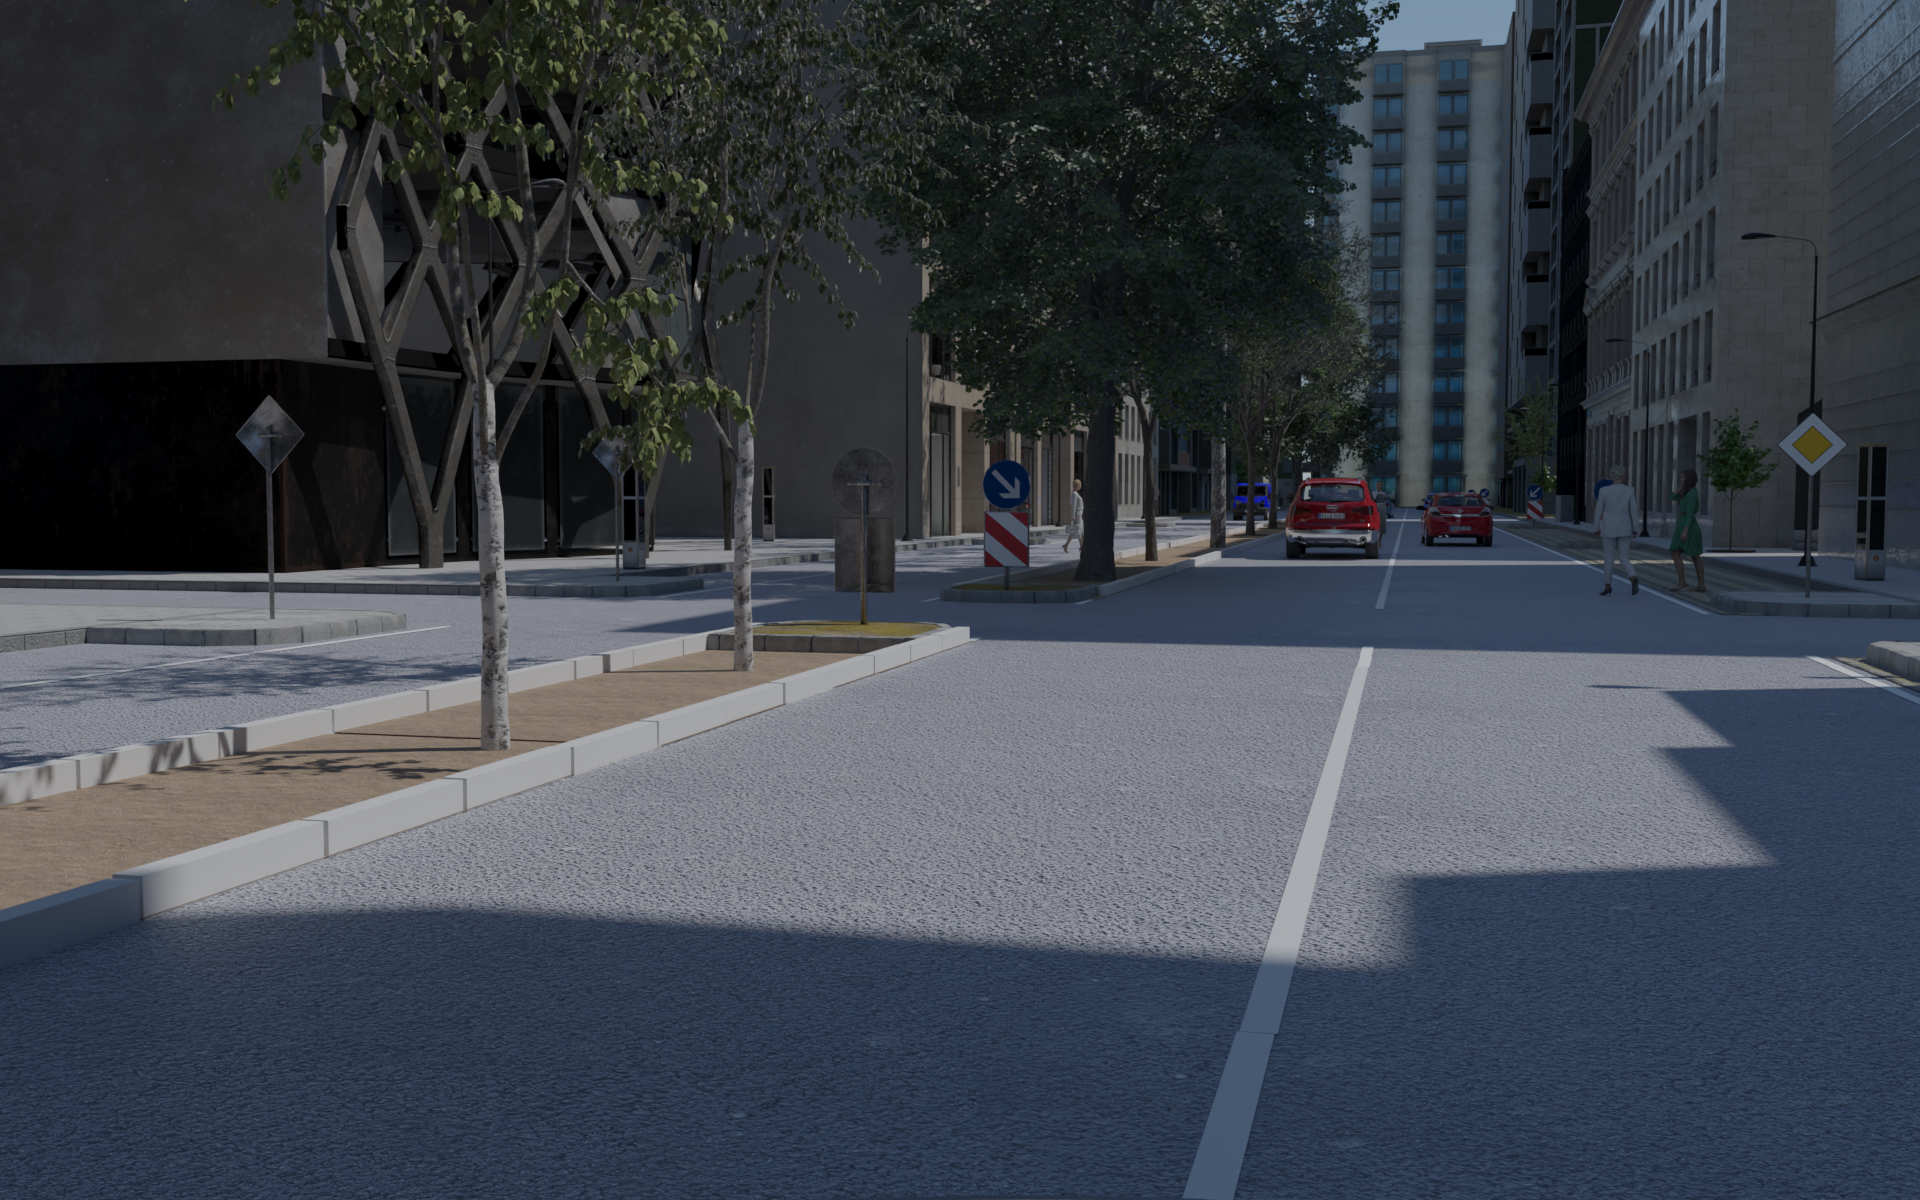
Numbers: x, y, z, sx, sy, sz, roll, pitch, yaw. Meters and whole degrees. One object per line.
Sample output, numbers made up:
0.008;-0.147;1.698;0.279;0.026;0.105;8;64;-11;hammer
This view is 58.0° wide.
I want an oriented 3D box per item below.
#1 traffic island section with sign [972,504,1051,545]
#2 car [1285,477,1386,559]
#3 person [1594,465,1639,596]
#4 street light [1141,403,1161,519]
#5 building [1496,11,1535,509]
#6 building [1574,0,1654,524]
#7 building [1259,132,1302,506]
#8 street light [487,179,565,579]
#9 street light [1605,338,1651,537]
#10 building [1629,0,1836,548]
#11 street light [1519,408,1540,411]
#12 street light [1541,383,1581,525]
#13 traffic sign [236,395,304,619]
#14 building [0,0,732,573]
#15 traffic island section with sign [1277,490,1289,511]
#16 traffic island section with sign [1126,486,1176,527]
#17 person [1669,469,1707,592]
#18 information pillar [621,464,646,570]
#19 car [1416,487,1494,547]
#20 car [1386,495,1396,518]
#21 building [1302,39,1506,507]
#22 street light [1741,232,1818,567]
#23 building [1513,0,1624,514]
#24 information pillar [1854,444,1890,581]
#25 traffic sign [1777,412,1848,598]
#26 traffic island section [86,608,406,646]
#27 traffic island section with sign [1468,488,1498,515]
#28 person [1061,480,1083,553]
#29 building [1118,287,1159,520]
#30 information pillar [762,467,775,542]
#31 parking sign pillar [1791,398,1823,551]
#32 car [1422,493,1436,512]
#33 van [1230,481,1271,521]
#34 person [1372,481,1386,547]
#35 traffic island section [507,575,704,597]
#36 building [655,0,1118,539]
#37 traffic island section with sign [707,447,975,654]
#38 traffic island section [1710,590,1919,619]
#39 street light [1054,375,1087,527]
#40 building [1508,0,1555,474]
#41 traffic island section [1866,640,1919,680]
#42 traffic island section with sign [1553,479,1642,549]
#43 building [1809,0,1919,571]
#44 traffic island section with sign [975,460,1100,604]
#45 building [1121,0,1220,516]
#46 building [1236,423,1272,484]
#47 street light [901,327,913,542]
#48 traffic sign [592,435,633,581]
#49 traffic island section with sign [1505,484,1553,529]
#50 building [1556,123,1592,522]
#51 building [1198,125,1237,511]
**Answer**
1.530;-2.497;49.451;1.989;1.847;2.006;1;4;15;traffic island section with sign
8.617;-1.907;39.846;2.281;1.827;5.304;1;4;14;car
9.200;-0.967;24.194;0.514;1.842;0.818;0;4;-7;person
9.908;-7.072;88.160;1.470;5.913;1.316;1;4;15;street light
56.672;-31.031;157.473;14.600;45.320;14.200;1;4;15;building
30.313;-14.057;65.981;11.583;22.565;21.152;1;4;15;building
29.725;-30.825;187.586;14.086;41.232;14.154;1;4;15;building
-6.492;-3.258;25.809;1.470;5.913;1.316;1;4;15;street light
19.883;-4.835;51.588;1.470;5.913;1.316;1;4;15;street light
25.200;-11.806;47.776;10.420;20.320;16.860;1;4;15;building
30.825;-7.387;93.325;1.470;5.913;1.316;1;4;15;street light
25.330;-6.118;72.563;1.470;5.913;1.316;1;4;15;street light
-7.049;-0.860;17.699;0.795;2.450;0.064;1;4;15;traffic sign
-13.819;-10.360;36.832;16.820;18.784;16.811;1;4;15;building
27.840;-8.672;150.411;1.989;1.847;2.006;1;4;15;traffic island section with sign
8.383;-4.105;75.744;1.989;1.847;2.006;1;4;15;traffic island section with sign
10.617;-1.007;25.213;0.529;1.795;0.600;1;4;14;person
-5.551;-1.527;29.455;0.304;2.012;0.304;1;4;16;information pillar
13.979;-2.434;48.831;2.155;1.783;4.494;1;4;13;car
25.018;-5.605;103.637;2.014;1.417;4.499;1;4;16;car
52.364;-34.637;185.920;30.456;49.044;23.786;1;4;15;building
14.555;-3.562;30.782;1.470;5.913;1.316;1;4;15;street light
47.677;-41.198;111.837;20.563;71.187;20.611;1;4;15;building
13.500;-1.294;25.648;0.304;2.012;0.304;0;4;-5;information pillar
10.488;-1.085;21.376;0.795;2.450;0.064;1;4;15;traffic sign
-7.073;0.276;17.766;2.009;0.180;2.903;1;4;15;traffic island section
36.269;-6.827;120.242;1.989;1.847;2.006;1;4;15;traffic island section with sign
2.796;-2.032;42.070;0.624;1.780;0.694;1;4;18;person
4.183;-14.483;91.547;10.420;20.320;16.860;1;4;15;building
-5.168;-2.586;46.773;0.304;2.012;0.304;0;3;0;information pillar
19.728;-3.110;39.320;1.447;3.967;1.447;3;4;38;parking sign pillar
31.764;-6.472;115.414;1.945;1.707;3.694;1;4;14;car
16.018;-5.516;94.565;2.240;2.365;5.245;1;4;14;van
11.385;-2.353;47.193;0.478;1.798;0.641;1;4;16;person
-5.060;-0.197;25.494;2.009;0.180;2.903;1;4;15;traffic island section
-6.075;-16.086;67.522;19.350;26.468;34.151;1;4;15;building
-1.098;-0.509;16.459;2.006;1.907;1.989;1;4;15;traffic island section with sign
10.512;0.051;21.447;2.009;0.180;2.903;1;4;15;traffic island section
4.398;-5.799;67.360;1.470;5.913;1.316;1;4;15;street light
57.805;-33.389;135.147;28.713;52.752;27.495;1;4;15;building
8.499;0.524;13.719;2.009;0.180;2.903;1;4;15;traffic island section
16.848;-2.266;45.672;1.989;1.847;2.006;1;4;15;traffic island section with sign
36.572;-15.024;22.051;44.131;29.872;17.030;1;4;15;building
0.779;-0.947;23.625;2.006;1.907;1.989;1;4;15;traffic island section with sign
5.321;-28.139;114.695;22.147;44.769;28.867;1;4;15;building
13.878;-19.501;163.880;28.899;21.520;27.650;1;4;15;building
-0.903;-4.526;46.547;1.470;5.913;1.316;1;4;15;street light
-5.035;-1.332;25.427;0.795;2.450;0.064;1;4;15;traffic sign
23.644;-3.861;71.760;1.989;1.847;2.006;1;4;15;traffic island section with sign
36.097;-15.528;83.564;12.332;23.373;15.834;1;4;15;building
13.979;-22.223;135.044;14.160;30.474;14.107;1;4;15;building
